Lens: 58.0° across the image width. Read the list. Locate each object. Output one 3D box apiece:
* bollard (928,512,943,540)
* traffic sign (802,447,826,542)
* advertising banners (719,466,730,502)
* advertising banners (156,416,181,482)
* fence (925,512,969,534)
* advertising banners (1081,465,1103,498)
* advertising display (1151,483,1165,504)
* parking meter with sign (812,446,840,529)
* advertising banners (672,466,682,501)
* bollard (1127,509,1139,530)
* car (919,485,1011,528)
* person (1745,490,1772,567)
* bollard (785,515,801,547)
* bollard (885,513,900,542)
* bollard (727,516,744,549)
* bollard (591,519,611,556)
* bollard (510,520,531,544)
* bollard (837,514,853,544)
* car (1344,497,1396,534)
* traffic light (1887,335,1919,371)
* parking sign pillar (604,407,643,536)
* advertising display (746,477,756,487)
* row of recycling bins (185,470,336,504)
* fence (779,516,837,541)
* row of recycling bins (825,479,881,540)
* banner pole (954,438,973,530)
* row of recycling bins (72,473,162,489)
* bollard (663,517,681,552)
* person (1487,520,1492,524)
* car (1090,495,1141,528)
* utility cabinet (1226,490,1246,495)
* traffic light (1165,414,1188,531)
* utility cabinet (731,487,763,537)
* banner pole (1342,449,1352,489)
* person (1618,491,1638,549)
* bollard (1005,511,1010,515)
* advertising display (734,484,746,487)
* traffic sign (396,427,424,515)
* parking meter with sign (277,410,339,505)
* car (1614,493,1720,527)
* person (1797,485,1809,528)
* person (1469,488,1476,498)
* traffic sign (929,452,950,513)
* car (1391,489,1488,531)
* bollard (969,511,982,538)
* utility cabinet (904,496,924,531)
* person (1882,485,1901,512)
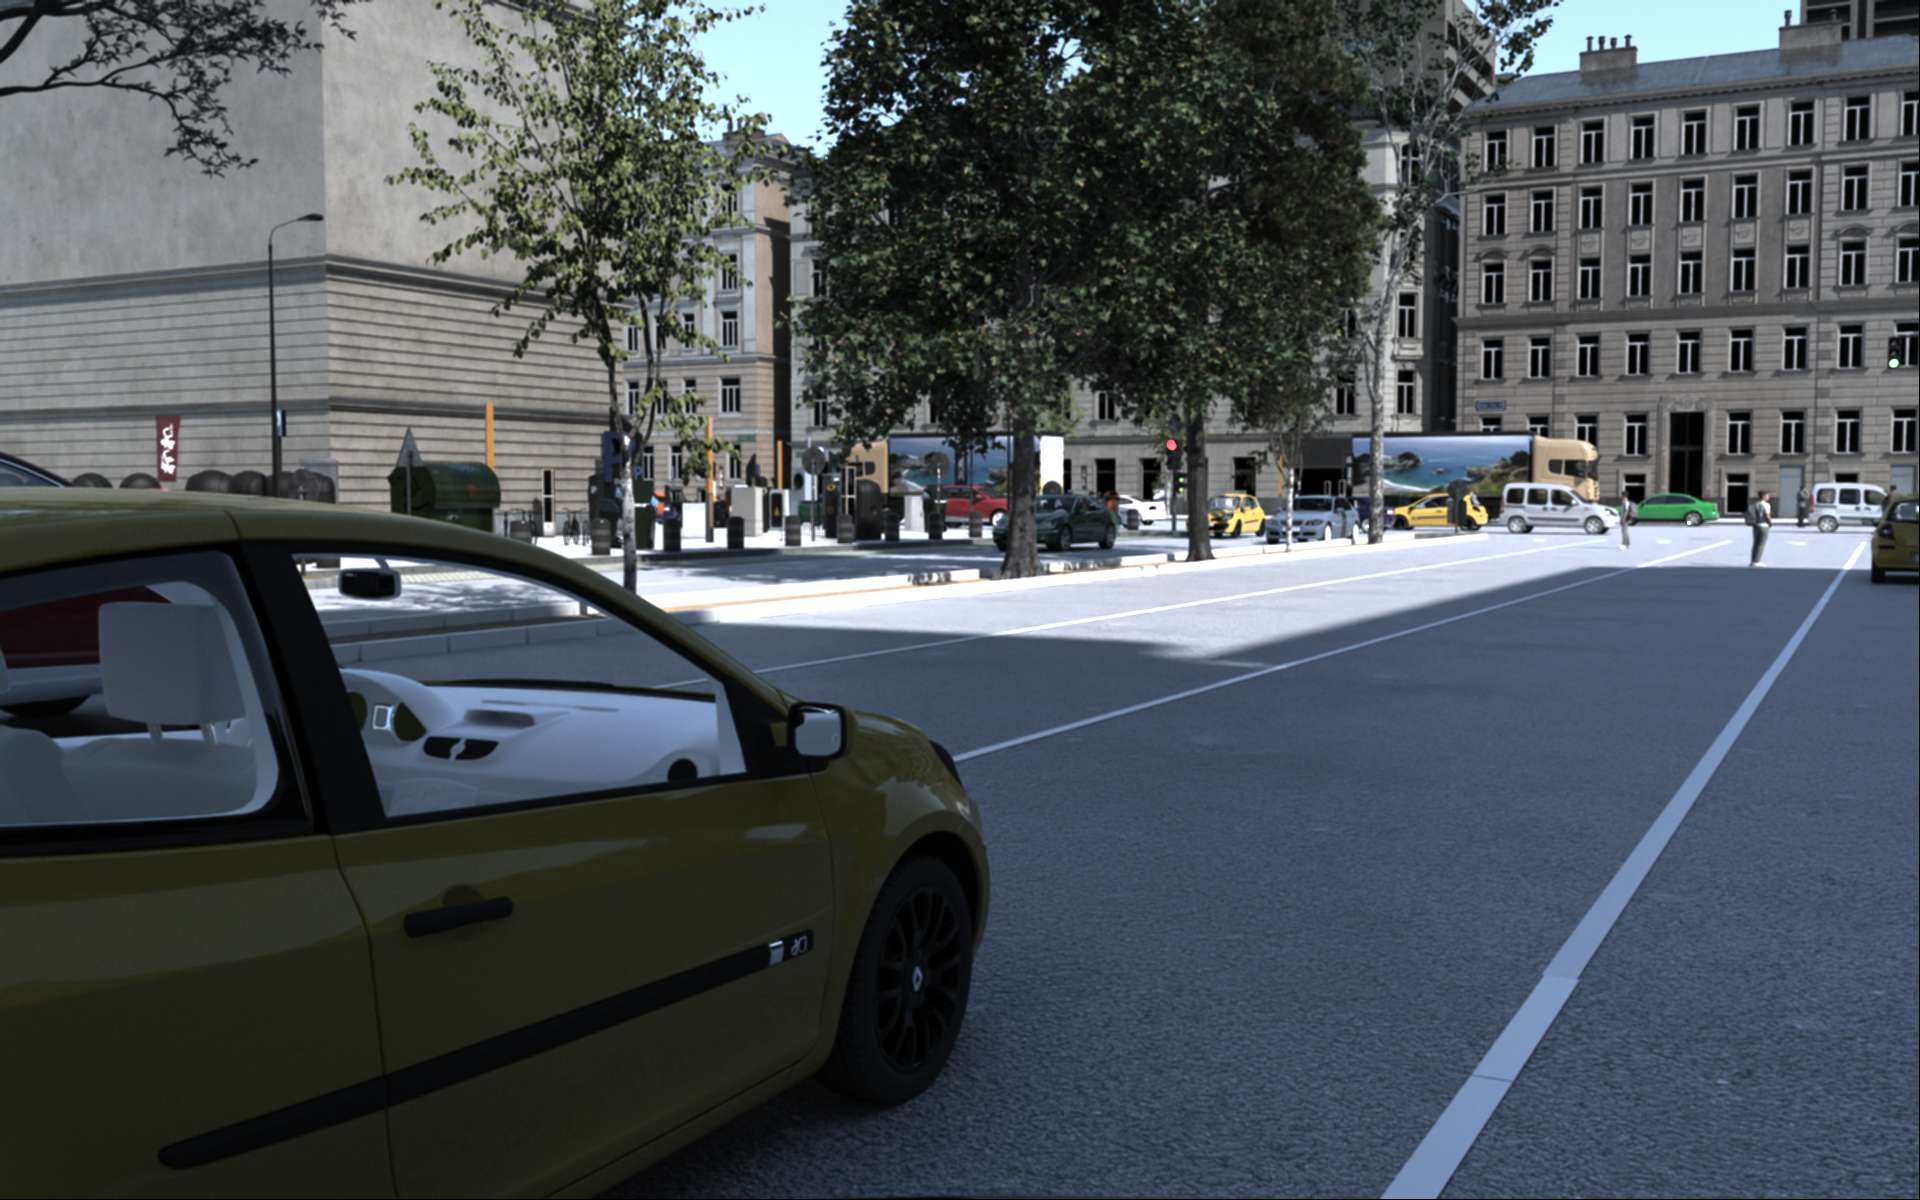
[{"bbox_3d":[-0.690,-2.081,48.743,0.404,0.777,0.398,0,3,0],"label":"bollard"},{"bbox_3d":[-3.952,-2.843,46.590,0.768,2.556,0.104,2,4,29],"label":"traffic sign"},{"bbox_3d":[-14.635,-6.914,109.232,0.090,3.025,2.074,2,4,26],"label":"advertising banners"},{"bbox_3d":[-18.506,-2.607,38.813,2.074,3.025,0.090,0,4,-7],"label":"advertising banners"},{"bbox_3d":[-0.366,-2.490,56.087,0.278,0.683,2.069,-3,5,-42],"label":"fence"},{"bbox_3d":[7.995,-6.655,105.003,0.090,3.025,2.074,-2,4,-35],"label":"advertising banners"},{"bbox_3d":[11.586,-5.882,101.389,0.974,1.923,0.123,-3,4,-37],"label":"advertising display"},{"bbox_3d":[-4.670,-4.072,62.845,0.543,3.016,1.738,-3,5,-39],"label":"parking meter with sign"},{"bbox_3d":[-17.794,-6.892,108.872,0.090,3.025,2.074,-2,4,-26],"label":"advertising banners"},{"bbox_3d":[6.126,-2.850,61.320,0.404,0.777,0.398,0,3,0],"label":"bollard"},{"bbox_3d":[0.624,-3.761,70.159,5.304,1.827,2.281,2,4,30],"label":"car"},{"bbox_3d":[15.780,-1.414,34.219,0.503,1.515,0.523,3,4,36],"label":"person"},{"bbox_3d":[-4.095,-1.697,42.456,0.404,0.777,0.398,0,3,0],"label":"bollard"},{"bbox_3d":[-1.827,-1.953,46.640,0.404,0.777,0.398,0,3,0],"label":"bollard"},{"bbox_3d":[-5.231,-1.568,40.355,0.404,0.777,0.398,0,3,0],"label":"bollard"},{"bbox_3d":[-7.501,-1.312,36.172,0.404,0.777,0.398,0,3,0],"label":"bollard"},{"bbox_3d":[-8.641,-1.184,34.072,0.404,0.777,0.398,0,3,0],"label":"bollard"},{"bbox_3d":[-2.961,-1.824,44.547,0.404,0.777,0.398,0,3,0],"label":"bollard"},{"bbox_3d":[14.071,-3.156,64.180,3.894,1.354,1.945,2,4,28],"label":"car"},{"bbox_3d":[28.645,-4.521,48.584,4.771,5.953,1.251,2,4,28],"label":"traffic light"},{"bbox_3d":[-10.332,-3.957,53.164,1.447,3.967,1.447,2,4,35],"label":"parking sign pillar"},{"bbox_3d":[-7.696,-3.606,64.173,0.123,1.923,0.974,0,4,4],"label":"advertising display"},{"bbox_3d":[-12.508,-1.478,31.277,1.069,1.692,3.534,1,4,16],"label":"row of recycling bins"},{"bbox_3d":[-3.932,-1.975,47.662,2.069,0.683,0.278,0,4,-1],"label":"fence"},{"bbox_3d":[-3.052,-2.606,49.718,1.069,1.692,3.534,-1,4,-19],"label":"row of recycling bins"},{"bbox_3d":[0.193,-4.439,62.589,0.863,3.779,0.401,1,4,16],"label":"banner pole"},{"bbox_3d":[-17.510,-1.656,34.189,3.534,1.692,1.069,0,4,1],"label":"row of recycling bins"},{"bbox_3d":[-6.364,-1.440,38.262,0.404,0.777,0.398,0,3,0],"label":"bollard"},{"bbox_3d":[25.324,-4.585,83.733,0.850,1.792,0.678,0,4,-4],"label":"person"},{"bbox_3d":[5.464,-3.755,73.390,4.499,1.417,2.014,2,4,29],"label":"car"},{"bbox_3d":[16.204,-5.683,101.593,1.173,1.500,0.318,3,5,39],"label":"utility cabinet"},{"bbox_3d":[7.464,-4.357,60.153,0.839,4.253,0.868,2,4,28],"label":"traffic light"},{"bbox_3d":[-6.374,-2.643,51.899,0.318,1.500,1.173,-3,5,-44],"label":"utility cabinet"},{"bbox_3d":[21.398,-6.471,95.812,0.863,3.779,0.401,2,4,33],"label":"banner pole"},{"bbox_3d":[17.460,-2.100,45.434,0.523,1.515,0.503,0,4,-7],"label":"person"},{"bbox_3d":[1.590,-2.338,52.948,0.404,0.777,0.398,0,3,0],"label":"bollard"},{"bbox_3d":[-14.259,-6.592,112.998,0.974,1.923,0.123,1,4,9],"label":"advertising display"},{"bbox_3d":[-10.718,-2.060,33.683,0.884,2.594,0.081,3,4,38],"label":"traffic sign"},{"bbox_3d":[-13.487,-2.462,36.520,1.738,3.016,0.543,-3,5,-40],"label":"parking meter with sign"},{"bbox_3d":[31.459,-4.207,77.582,4.718,1.807,1.959,2,4,27],"label":"car"},{"bbox_3d":[36.092,-4.006,74.187,0.473,1.802,0.592,2,4,27],"label":"person"},{"bbox_3d":[21.906,-3.960,74.250,0.512,1.701,0.522,2,4,29],"label":"person"},{"bbox_3d":[-0.643,-3.201,52.436,0.768,2.556,0.104,3,4,37],"label":"traffic sign"},{"bbox_3d":[18.654,-3.540,68.098,3.980,1.641,2.015,2,4,27],"label":"car"},{"bbox_3d":[0.456,-2.210,50.856,0.404,0.777,0.398,0,3,0],"label":"bollard"},{"bbox_3d":[-1.578,-3.065,61.281,0.306,1.237,1.020,2,4,30],"label":"utility cabinet"},{"bbox_3d":[30.882,-2.941,57.398,0.655,1.722,0.431,0,4,-8],"label":"person"}]
